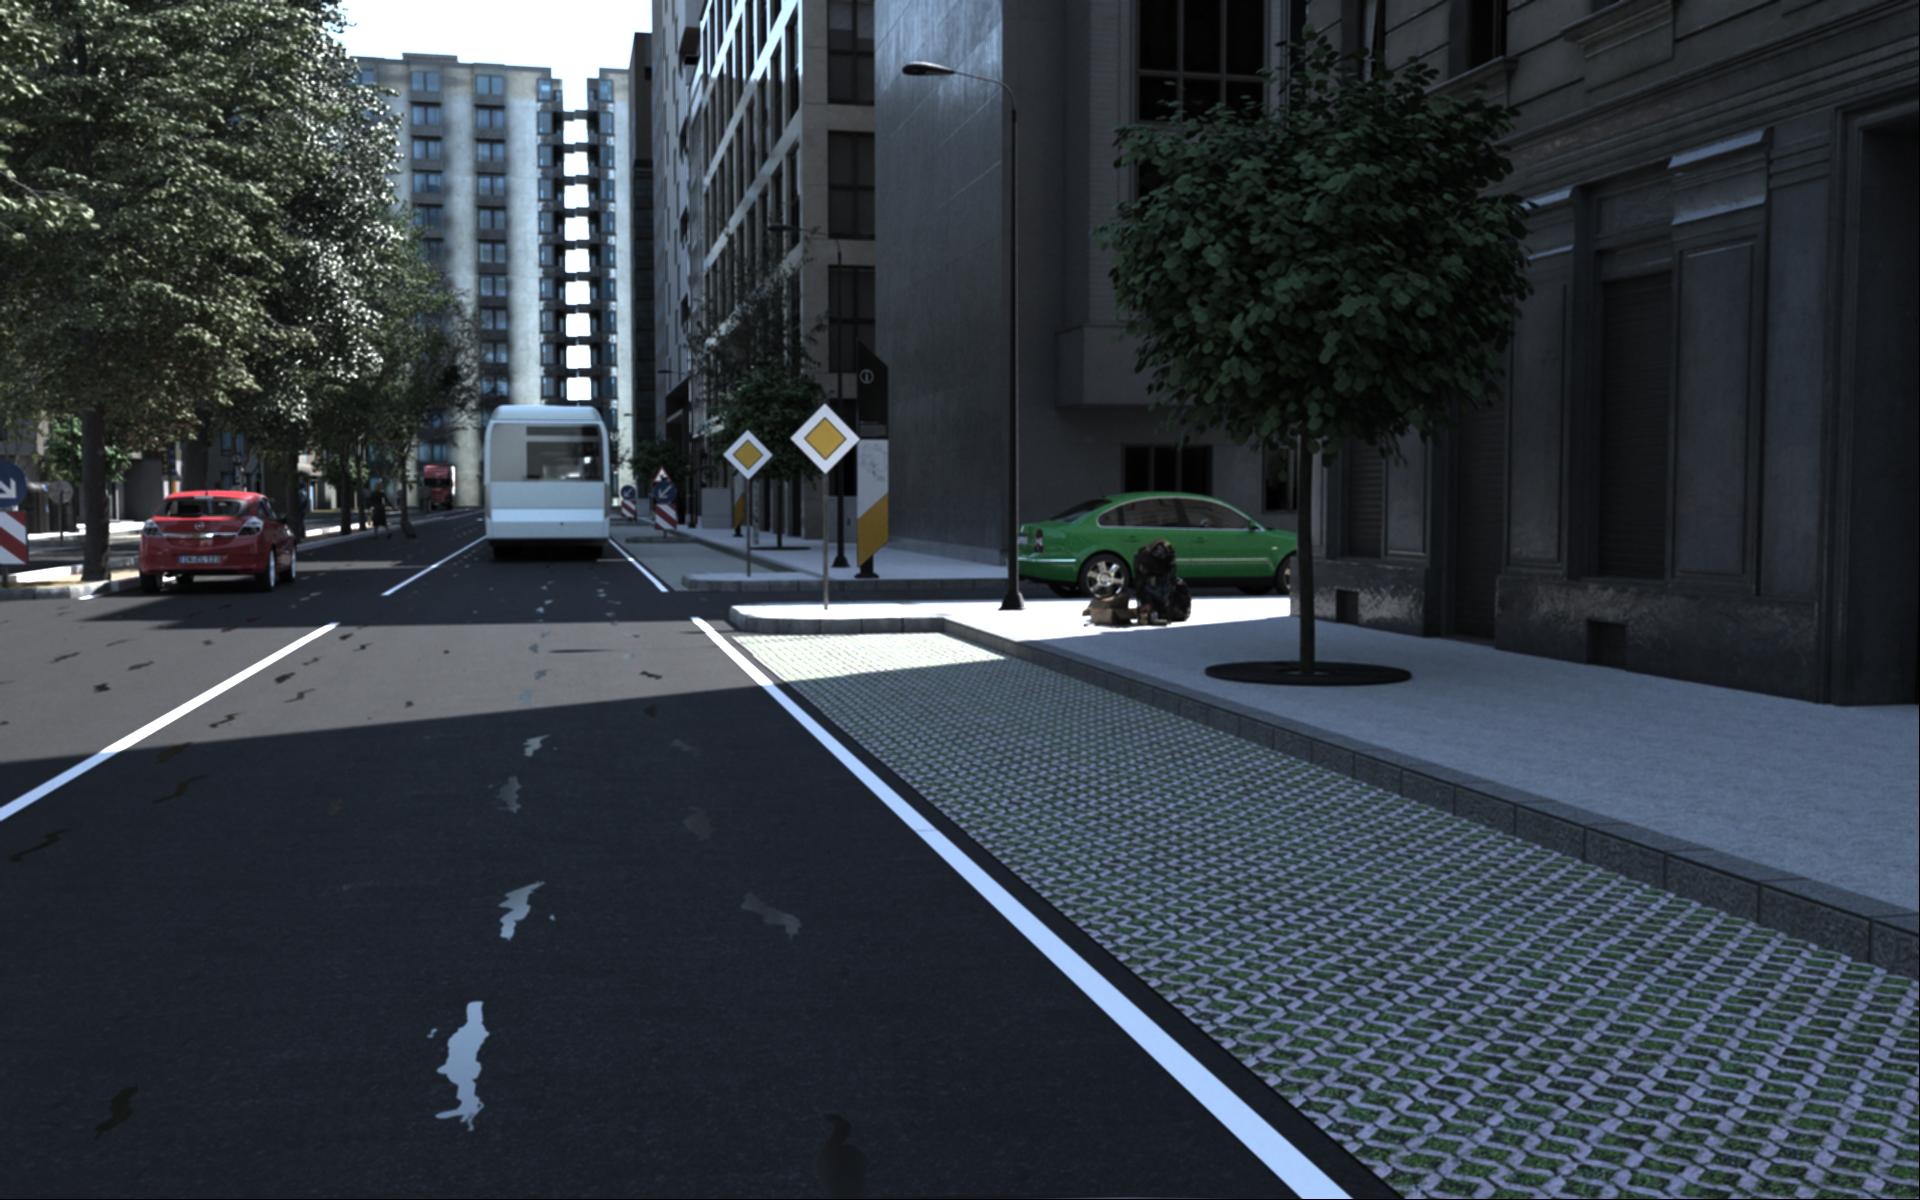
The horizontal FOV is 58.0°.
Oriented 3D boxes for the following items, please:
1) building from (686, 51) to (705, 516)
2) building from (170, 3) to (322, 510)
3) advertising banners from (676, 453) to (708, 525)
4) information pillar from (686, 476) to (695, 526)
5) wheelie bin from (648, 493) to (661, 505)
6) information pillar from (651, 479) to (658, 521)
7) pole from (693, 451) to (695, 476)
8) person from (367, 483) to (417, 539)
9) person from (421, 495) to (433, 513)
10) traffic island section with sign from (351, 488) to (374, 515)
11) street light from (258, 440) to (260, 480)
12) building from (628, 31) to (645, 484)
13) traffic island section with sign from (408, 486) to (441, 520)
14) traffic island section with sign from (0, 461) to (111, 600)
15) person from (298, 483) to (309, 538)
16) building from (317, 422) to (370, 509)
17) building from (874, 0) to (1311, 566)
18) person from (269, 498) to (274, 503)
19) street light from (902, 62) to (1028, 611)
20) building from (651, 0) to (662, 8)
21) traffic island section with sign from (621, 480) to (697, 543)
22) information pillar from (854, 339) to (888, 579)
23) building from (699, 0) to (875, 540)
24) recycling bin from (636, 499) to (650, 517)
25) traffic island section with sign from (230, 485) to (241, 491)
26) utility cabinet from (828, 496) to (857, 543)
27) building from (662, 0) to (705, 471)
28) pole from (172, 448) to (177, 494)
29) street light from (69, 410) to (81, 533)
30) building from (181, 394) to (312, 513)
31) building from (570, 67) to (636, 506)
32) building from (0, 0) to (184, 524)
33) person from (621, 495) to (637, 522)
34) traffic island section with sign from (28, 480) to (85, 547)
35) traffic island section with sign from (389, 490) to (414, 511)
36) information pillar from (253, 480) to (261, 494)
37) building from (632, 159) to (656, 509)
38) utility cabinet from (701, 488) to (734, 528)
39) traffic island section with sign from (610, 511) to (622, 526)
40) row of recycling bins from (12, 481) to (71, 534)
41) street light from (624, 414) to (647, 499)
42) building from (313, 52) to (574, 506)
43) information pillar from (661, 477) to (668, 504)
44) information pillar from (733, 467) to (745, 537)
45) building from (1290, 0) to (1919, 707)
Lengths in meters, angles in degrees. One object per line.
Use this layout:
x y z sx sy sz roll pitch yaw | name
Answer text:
-7.644 -16.768 92.172 12.078 24.808 19.932 -1 4 -13 | building
-56.028 -29.261 128.522 14.600 45.320 14.200 -1 4 -13 | building
-11.360 -4.734 73.592 0.090 3.025 2.074 2 4 32 | advertising banners
-10.998 -4.050 70.710 0.304 2.012 0.304 -1 4 -23 | information pillar
-15.273 -4.856 87.307 0.980 1.594 0.693 -2 4 -26 | wheelie bin
-14.519 -4.764 82.378 0.304 2.012 0.304 -1 4 -19 | information pillar
-12.693 -5.410 82.296 0.158 3.312 0.155 0 3 0 | pole
-18.259 -2.859 55.460 1.509 1.804 0.699 1 4 12 | person
-40.295 -7.429 130.697 1.217 1.736 0.721 1 4 21 | person
-42.002 -6.964 122.485 1.989 1.847 2.006 -1 4 -13 | traffic island section with sign
-36.997 -7.358 92.846 1.470 5.913 1.316 -1 4 -13 | street light
-24.513 -31.633 167.318 14.600 45.320 14.200 -1 4 -13 | building
-30.147 -5.465 97.483 2.006 1.907 1.989 -1 4 -13 | traffic island section with sign
-13.215 -0.987 24.270 2.006 1.907 1.989 -1 4 -13 | traffic island section with sign
-21.198 -2.879 55.751 0.419 1.800 0.721 -1 4 -19 | person
-69.990 -51.316 151.683 31.000 86.520 22.319 -1 4 -13 | building
14.025 -13.422 38.522 30.058 24.678 14.314 -1 4 -13 | building
-28.319 -3.558 71.336 0.373 1.253 0.362 -1 4 -21 | person
0.062 -2.838 18.936 1.470 5.913 1.316 -1 4 -13 | street light
-17.308 -29.936 139.561 14.600 45.320 14.200 -1 4 -13 | building
-8.812 -2.584 50.877 1.989 1.847 2.006 -1 4 -13 | traffic island section with sign
-1.344 -2.139 26.322 0.504 3.616 0.183 -1 4 -17 | information pillar
1.181 -16.018 66.409 19.350 26.468 34.151 -1 4 -13 | building
-17.921 -5.220 97.902 0.722 1.027 0.722 -1 4 -17 | recycling bin
-30.702 -3.973 73.589 1.989 1.847 2.006 -1 4 -13 | traffic island section with sign
-3.063 -2.101 45.513 1.020 1.237 0.306 1 4 14 | utility cabinet
-6.307 -32.494 120.512 28.713 52.752 27.495 -1 4 -13 | building
-35.003 -5.094 77.130 0.158 3.312 0.155 0 3 0 | pole
-28.810 -5.187 57.349 1.470 5.913 1.316 -1 4 -13 | street light
-56.934 -16.020 106.965 27.650 21.520 28.899 -1 4 -13 | building
-28.003 -35.303 196.808 30.456 49.044 23.786 -1 4 -13 | building
-42.954 -18.558 75.130 14.160 30.474 14.107 -1 4 -13 | building
-16.067 -4.592 84.059 0.782 1.767 0.515 -1 4 -10 | person
-24.617 -2.362 47.247 1.989 1.847 2.006 -1 4 -13 | traffic island section with sign
-48.334 -8.638 149.853 1.989 1.847 2.006 -1 4 -13 | traffic island section with sign
-37.168 -5.330 91.642 0.304 2.012 0.304 -3 4 -38 | information pillar
-21.865 -23.349 153.463 14.160 30.474 14.107 -1 4 -13 | building
-8.972 -3.397 64.225 1.173 1.500 0.318 1 4 14 | utility cabinet
-15.037 -4.231 77.801 1.989 1.847 2.006 -1 4 -13 | traffic island section with sign
-30.231 -3.049 56.970 1.069 1.692 3.534 -1 4 -9 | row of recycling bins
-18.748 -7.817 100.351 1.470 5.913 1.316 -1 4 -13 | street light
-57.937 -34.953 191.086 30.456 49.044 23.786 -1 4 -13 | building
-12.748 -4.300 74.795 0.304 2.012 0.304 0 4 -8 | information pillar
-6.622 -3.703 51.904 0.183 3.616 0.504 -3 4 -36 | information pillar
10.053 -9.840 10.040 9.793 20.994 18.267 -1 4 -13 | building
